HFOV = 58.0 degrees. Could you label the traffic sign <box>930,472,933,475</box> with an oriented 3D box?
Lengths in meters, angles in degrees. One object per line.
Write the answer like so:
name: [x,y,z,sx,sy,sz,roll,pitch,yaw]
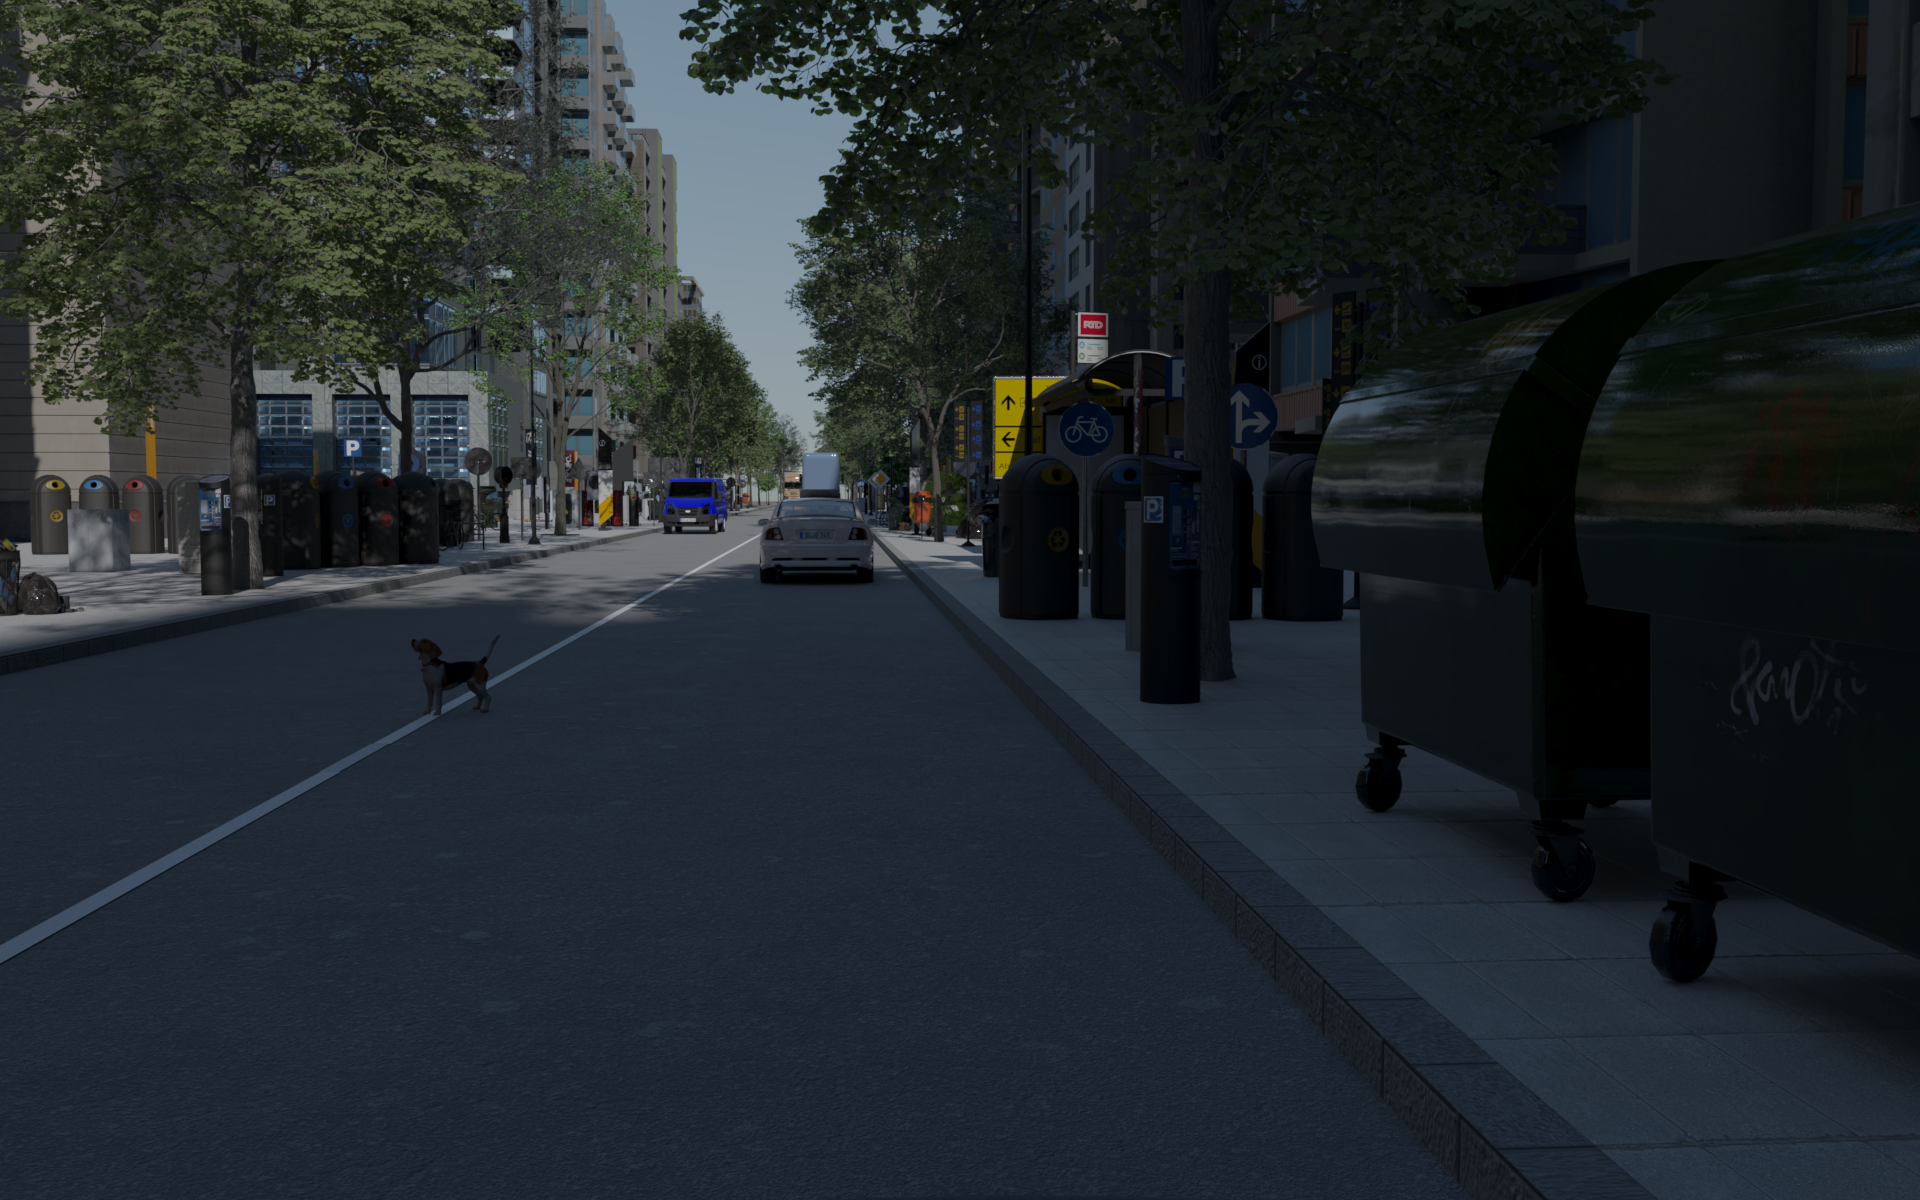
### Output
traffic sign: [-1.137,-5.394,88.300,0.768,2.556,0.104,0,4,0]

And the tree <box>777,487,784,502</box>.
tree: [-30.029,-18.034,289.463,1.663,3.219,1.824,0,3,0]

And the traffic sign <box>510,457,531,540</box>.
traffic sign: [-12.208,-2.820,48.231,0.606,2.300,0.079,0,4,1]

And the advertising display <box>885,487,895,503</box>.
advertising display: [-6.004,-8.631,146.336,0.974,1.923,0.123,1,4,14]

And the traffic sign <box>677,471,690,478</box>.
traffic sign: [-13.717,-5.178,85.837,0.795,2.450,0.064,0,4,-4]

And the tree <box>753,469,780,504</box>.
tree: [-25.185,-14.753,224.929,4.285,4.588,4.351,0,3,0]

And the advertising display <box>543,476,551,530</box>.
advertising display: [-15.040,-3.538,63.060,0.123,1.923,0.974,0,4,-6]

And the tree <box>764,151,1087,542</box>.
tree: [-0.554,-6.856,46.502,8.767,10.594,7.601,0,4,-3]

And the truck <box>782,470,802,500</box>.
truck: [-19.749,-13.304,206.438,2.839,4.237,11.283,0,4,-5]

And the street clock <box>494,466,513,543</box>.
street clock: [-11.941,-2.494,45.348,0.358,2.002,0.471,2,4,26]

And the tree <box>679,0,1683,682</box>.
tree: [1.532,-5.748,12.112,7.486,12.596,7.792,0,3,0]

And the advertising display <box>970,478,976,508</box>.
advertising display: [0.405,-3.996,70.551,0.123,1.923,0.974,2,4,24]

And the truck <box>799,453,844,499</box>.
truck: [-8.733,-7.160,106.817,2.967,4.110,18.799,0,4,-3]

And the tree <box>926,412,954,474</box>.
tree: [-1.392,-11.400,136.753,4.360,8.622,3.978,0,3,0]

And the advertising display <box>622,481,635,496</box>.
advertising display: [-15.853,-4.747,82.830,0.123,1.923,0.974,1,4,21]

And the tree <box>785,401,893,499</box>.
tree: [-9.026,-14.239,158.558,9.928,11.665,9.643,0,3,0]

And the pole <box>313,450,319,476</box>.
pole: [-29.500,-5.232,79.390,0.158,3.312,0.155,0,3,0]

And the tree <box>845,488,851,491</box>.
tree: [-15.393,-18.562,253.855,4.360,8.622,3.978,0,3,0]

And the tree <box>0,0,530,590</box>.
tree: [-9.224,-6.415,23.018,7.486,12.596,7.792,0,3,0]

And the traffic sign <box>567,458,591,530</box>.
traffic sign: [-13.675,-3.800,62.140,0.884,2.594,0.081,0,4,3]

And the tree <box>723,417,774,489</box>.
tree: [-17.965,-11.469,137.885,4.360,8.622,3.978,0,3,0]

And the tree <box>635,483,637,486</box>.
tree: [-27.623,-9.056,142.674,1.663,3.219,1.824,0,3,0]

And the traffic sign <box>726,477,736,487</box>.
traffic sign: [-17.142,-7.925,129.672,0.768,2.556,0.104,0,4,2]

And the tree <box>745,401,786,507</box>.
tree: [-21.601,-15.370,177.048,9.928,11.665,9.643,0,3,0]

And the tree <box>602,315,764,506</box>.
tree: [-14.719,-9.586,91.147,8.767,10.594,7.601,0,4,-3]

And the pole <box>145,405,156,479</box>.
pole: [-18.609,-2.815,39.866,0.158,3.312,0.155,0,3,0]

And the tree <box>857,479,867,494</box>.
tree: [-12.550,-13.763,219.619,1.663,3.219,1.824,0,3,0]

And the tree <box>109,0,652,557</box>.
tree: [-11.289,-7.605,34.707,12.009,13.543,11.850,0,3,0]

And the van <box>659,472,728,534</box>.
van: [-9.700,-3.614,63.480,2.240,2.365,5.245,0,4,-3]

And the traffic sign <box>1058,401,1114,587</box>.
traffic sign: [1.737,-1.456,23.910,0.768,2.556,0.104,0,4,0]

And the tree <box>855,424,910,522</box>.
tree: [-3.299,-5.924,80.564,4.285,4.588,4.351,0,3,0]

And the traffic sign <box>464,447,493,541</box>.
traffic sign: [-13.094,-2.874,47.099,0.768,2.556,0.104,0,4,0]

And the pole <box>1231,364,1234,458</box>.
pole: [4.334,-2.037,27.152,0.158,3.312,0.155,0,3,0]

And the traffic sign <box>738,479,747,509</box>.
traffic sign: [-18.561,-9.021,147.604,0.768,2.556,0.104,0,4,-3]

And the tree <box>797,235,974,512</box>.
tree: [-4.966,-16.432,124.558,12.611,20.169,13.585,0,3,0]

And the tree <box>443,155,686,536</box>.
tree: [-12.238,-7.789,53.107,9.928,11.665,9.643,0,3,0]

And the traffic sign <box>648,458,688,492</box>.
traffic sign: [-16.285,-6.285,96.628,2.265,3.308,0.079,0,4,1]

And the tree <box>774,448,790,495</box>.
tree: [-25.483,-17.843,242.092,4.360,8.622,3.978,0,3,0]

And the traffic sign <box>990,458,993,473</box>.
traffic sign: [1.328,-3.343,54.772,0.768,2.556,0.104,0,4,2]

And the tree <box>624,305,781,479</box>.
tree: [-15.877,-11.535,105.612,9.611,12.733,9.660,0,3,0]

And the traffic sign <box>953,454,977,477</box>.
traffic sign: [0.148,-3.350,54.879,0.768,2.556,0.104,0,4,4]

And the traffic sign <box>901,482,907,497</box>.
traffic sign: [-3.292,-5.834,97.508,0.606,2.300,0.079,0,4,2]

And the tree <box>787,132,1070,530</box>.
tree: [-1.293,-9.461,61.346,9.857,13.997,8.962,0,3,0]

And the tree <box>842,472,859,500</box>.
tree: [-14.897,-19.689,238.919,9.611,12.733,9.660,0,3,0]

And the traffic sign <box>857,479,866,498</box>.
traffic sign: [-8.372,-8.994,147.157,0.768,2.556,0.104,0,4,-3]

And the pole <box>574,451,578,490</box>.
pole: [-18.326,-5.430,82.616,0.158,3.312,0.155,0,3,0]

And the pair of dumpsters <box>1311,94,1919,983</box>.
pair of dumpsters: [2.372,-0.152,4.973,1.574,2.255,4.437,0,4,-4]

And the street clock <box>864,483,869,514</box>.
street clock: [-5.906,-6.382,108.910,0.358,2.002,0.471,0,4,-1]

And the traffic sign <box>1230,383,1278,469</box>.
traffic sign: [3.262,-1.214,19.955,0.768,2.556,0.104,0,4,1]

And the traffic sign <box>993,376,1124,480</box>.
traffic sign: [1.696,-2.206,29.937,2.265,3.308,0.079,0,4,1]

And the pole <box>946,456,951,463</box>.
pole: [-0.541,-5.408,82.263,0.158,3.312,0.155,0,3,0]

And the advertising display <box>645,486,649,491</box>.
advertising display: [-23.674,-7.789,132.561,0.974,1.923,0.123,-3,4,-39]

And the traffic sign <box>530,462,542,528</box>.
traffic sign: [-15.974,-3.942,64.564,0.768,2.556,0.104,0,4,1]

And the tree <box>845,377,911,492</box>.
tree: [-3.645,-8.589,90.792,4.737,8.622,4.395,0,3,0]
